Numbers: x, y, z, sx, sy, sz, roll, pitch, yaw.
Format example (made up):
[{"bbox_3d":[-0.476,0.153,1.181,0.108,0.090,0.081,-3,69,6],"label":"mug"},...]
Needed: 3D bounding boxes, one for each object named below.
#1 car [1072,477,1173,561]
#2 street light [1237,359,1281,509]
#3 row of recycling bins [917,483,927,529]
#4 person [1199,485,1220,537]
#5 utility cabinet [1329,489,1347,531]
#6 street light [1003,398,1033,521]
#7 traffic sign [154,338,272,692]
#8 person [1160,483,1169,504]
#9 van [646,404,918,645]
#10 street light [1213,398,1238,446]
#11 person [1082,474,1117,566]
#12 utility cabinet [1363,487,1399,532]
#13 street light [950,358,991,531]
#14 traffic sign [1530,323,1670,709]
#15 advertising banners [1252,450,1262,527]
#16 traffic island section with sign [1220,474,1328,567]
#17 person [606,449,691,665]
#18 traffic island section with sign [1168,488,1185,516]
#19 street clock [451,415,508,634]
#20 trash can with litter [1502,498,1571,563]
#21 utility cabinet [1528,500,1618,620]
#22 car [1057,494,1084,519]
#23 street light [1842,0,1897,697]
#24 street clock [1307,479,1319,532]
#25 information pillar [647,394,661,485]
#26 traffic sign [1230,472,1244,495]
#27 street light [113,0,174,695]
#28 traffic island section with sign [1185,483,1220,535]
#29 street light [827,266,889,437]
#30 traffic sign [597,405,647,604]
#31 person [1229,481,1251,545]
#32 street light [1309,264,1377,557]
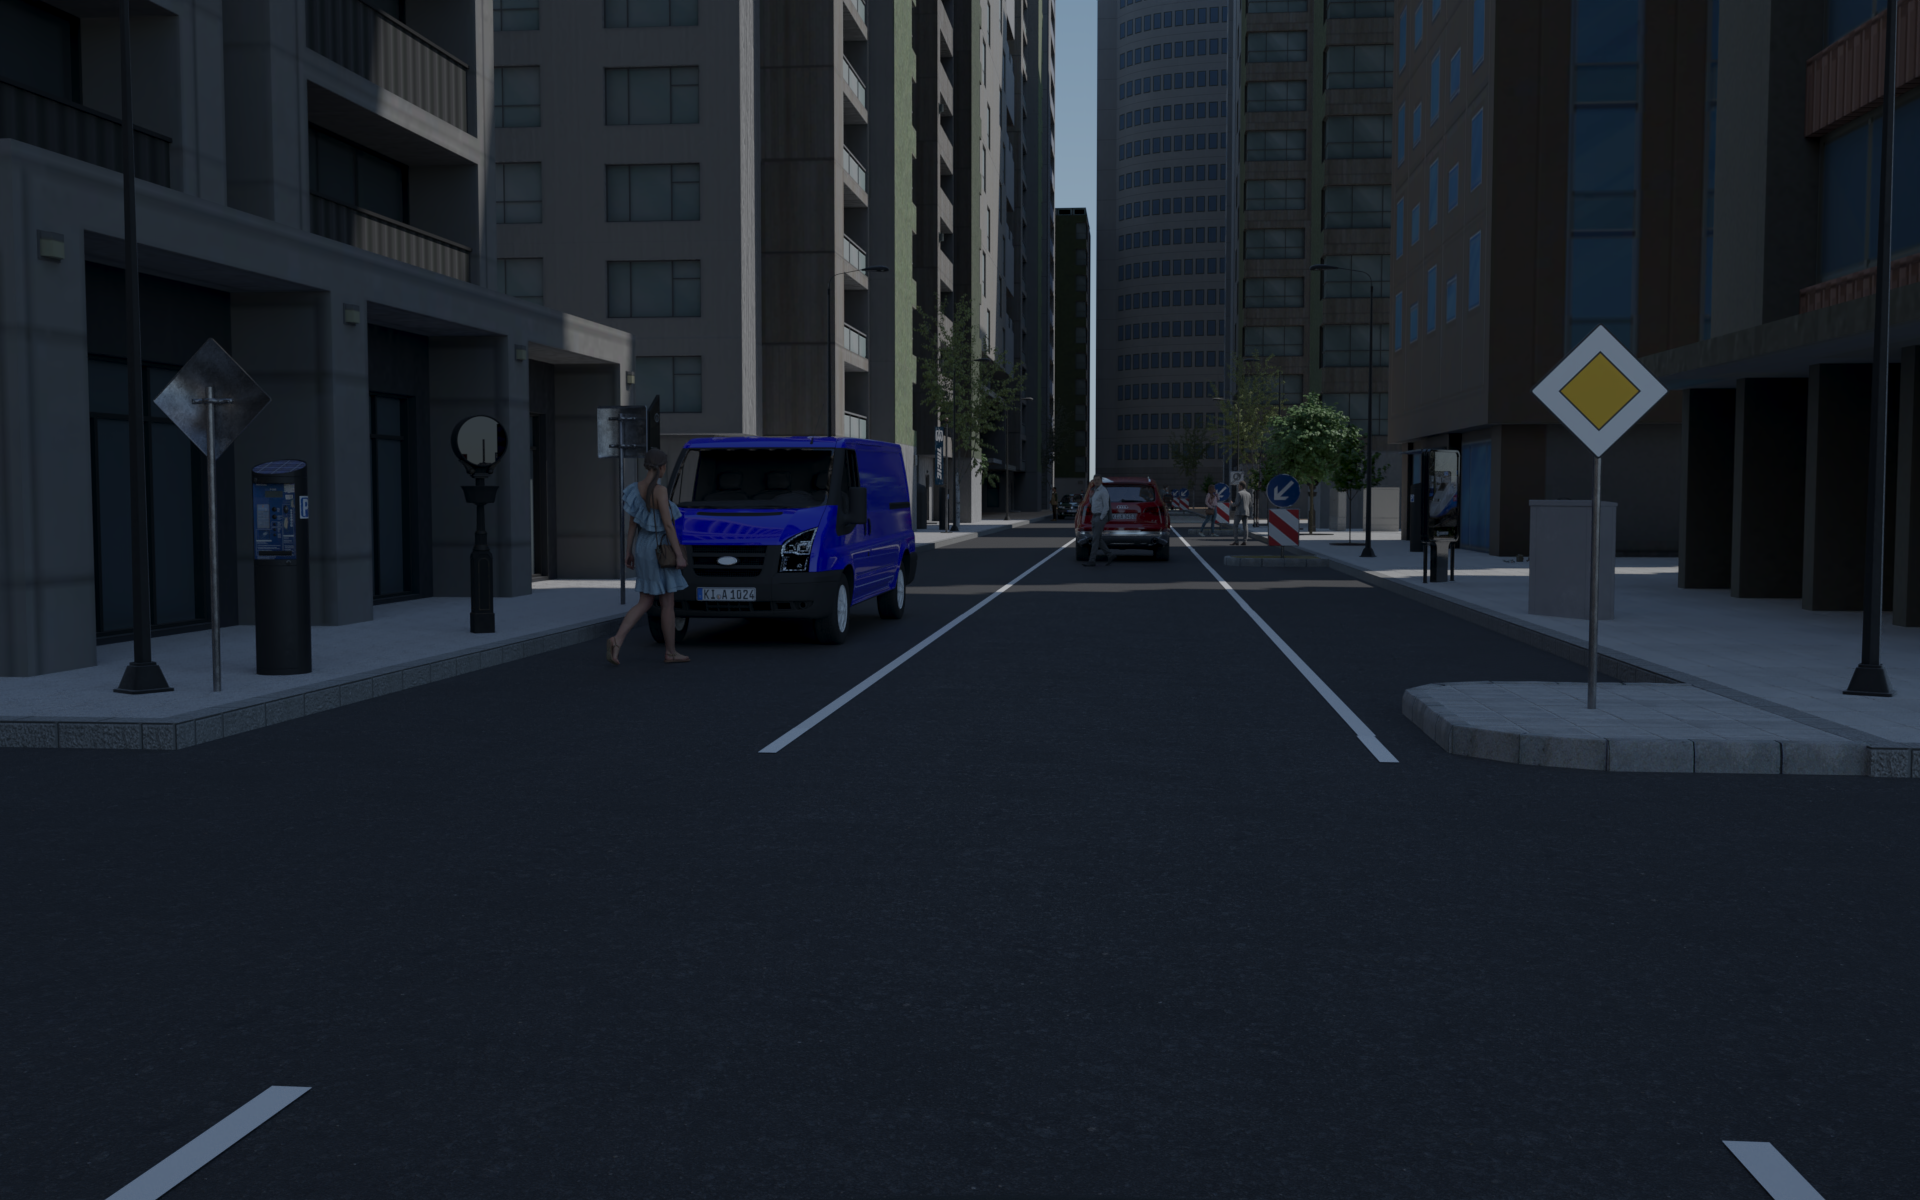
[{"bbox_3d":[3.634,-1.837,38.707,2.281,1.827,5.304,0,4,5],"label":"car"},{"bbox_3d":[10.411,-5.317,59.476,1.470,5.913,1.316,0,4,6],"label":"street light"},{"bbox_3d":[-2.464,-3.396,62.645,1.069,1.692,3.534,3,5,40],"label":"row of recycling bins"},{"bbox_3d":[8.416,-3.023,58.509,0.643,1.750,0.593,3,4,36],"label":"person"},{"bbox_3d":[13.138,-3.156,60.278,0.318,1.500,1.173,0,4,-2],"label":"utility cabinet"},{"bbox_3d":[2.819,-6.801,83.734,1.470,5.913,1.316,0,4,6],"label":"street light"},{"bbox_3d":[-4.825,-0.462,11.195,0.795,2.450,0.064,0,4,6],"label":"traffic sign"},{"bbox_3d":[7.878,-3.571,66.687,0.447,1.846,0.655,-1,4,-13],"label":"person"},{"bbox_3d":[-1.793,-0.853,18.334,2.240,2.365,5.245,0,4,7],"label":"van"},{"bbox_3d":[12.908,-6.808,83.846,1.470,5.913,1.316,0,4,6],"label":"street light"},{"bbox_3d":[2.760,-1.583,34.475,0.850,1.850,0.679,-2,4,-26],"label":"person"},{"bbox_3d":[14.172,-3.035,58.294,1.173,1.500,0.318,1,4,13],"label":"utility cabinet"},{"bbox_3d":[0.344,-5.310,59.366,1.470,5.913,1.316,0,4,6],"label":"street light"},{"bbox_3d":[3.771,-0.406,10.284,0.795,2.450,0.064,0,4,6],"label":"traffic sign"},{"bbox_3d":[11.558,-4.346,67.251,0.090,3.025,2.074,1,4,18],"label":"advertising banners"},{"bbox_3d":[6.376,-1.618,35.074,1.989,1.847,2.006,0,4,6],"label":"traffic island section with sign"},{"bbox_3d":[-2.566,-0.360,14.488,0.778,1.811,0.616,-3,5,-43],"label":"person"},{"bbox_3d":[14.391,-6.335,112.210,1.989,1.847,2.006,0,4,6],"label":"traffic island section with sign"},{"bbox_3d":[-4.421,-0.698,15.977,0.471,2.002,0.358,-2,4,-29],"label":"street clock"},{"bbox_3d":[11.141,-1.345,33.051,2.233,1.210,1.678,-2,4,-26],"label":"trash can with litter"},{"bbox_3d":[6.383,-0.422,18.069,0.306,1.237,1.020,-1,4,-20],"label":"utility cabinet"},{"bbox_3d":[6.510,-5.455,98.979,2.009,1.686,4.222,0,4,7],"label":"car"},{"bbox_3d":[5.298,-2.352,10.991,1.470,5.913,1.316,0,4,6],"label":"street light"},{"bbox_3d":[11.913,-3.303,58.566,0.471,2.002,0.358,-3,5,-40],"label":"street clock"},{"bbox_3d":[-7.165,-3.012,40.607,0.183,3.616,0.504,1,4,19],"label":"information pillar"},{"bbox_3d":[12.374,-4.605,77.420,0.606,2.300,0.079,1,4,9],"label":"traffic sign"},{"bbox_3d":[-4.764,-2.353,11.006,1.470,5.913,1.316,0,4,6],"label":"street light"},{"bbox_3d":[9.174,-3.257,61.884,1.989,1.847,2.006,0,4,6],"label":"traffic island section with sign"},{"bbox_3d":[-2.138,-3.846,35.427,1.470,5.913,1.316,0,4,6],"label":"street light"},{"bbox_3d":[-3.913,-1.097,20.059,0.606,2.300,0.079,1,4,12],"label":"traffic sign"},{"bbox_3d":[7.829,-2.434,48.492,0.606,1.804,0.583,-3,5,-43],"label":"person"},{"bbox_3d":[7.763,-3.828,35.123,1.470,5.913,1.316,0,4,6],"label":"street light"}]
